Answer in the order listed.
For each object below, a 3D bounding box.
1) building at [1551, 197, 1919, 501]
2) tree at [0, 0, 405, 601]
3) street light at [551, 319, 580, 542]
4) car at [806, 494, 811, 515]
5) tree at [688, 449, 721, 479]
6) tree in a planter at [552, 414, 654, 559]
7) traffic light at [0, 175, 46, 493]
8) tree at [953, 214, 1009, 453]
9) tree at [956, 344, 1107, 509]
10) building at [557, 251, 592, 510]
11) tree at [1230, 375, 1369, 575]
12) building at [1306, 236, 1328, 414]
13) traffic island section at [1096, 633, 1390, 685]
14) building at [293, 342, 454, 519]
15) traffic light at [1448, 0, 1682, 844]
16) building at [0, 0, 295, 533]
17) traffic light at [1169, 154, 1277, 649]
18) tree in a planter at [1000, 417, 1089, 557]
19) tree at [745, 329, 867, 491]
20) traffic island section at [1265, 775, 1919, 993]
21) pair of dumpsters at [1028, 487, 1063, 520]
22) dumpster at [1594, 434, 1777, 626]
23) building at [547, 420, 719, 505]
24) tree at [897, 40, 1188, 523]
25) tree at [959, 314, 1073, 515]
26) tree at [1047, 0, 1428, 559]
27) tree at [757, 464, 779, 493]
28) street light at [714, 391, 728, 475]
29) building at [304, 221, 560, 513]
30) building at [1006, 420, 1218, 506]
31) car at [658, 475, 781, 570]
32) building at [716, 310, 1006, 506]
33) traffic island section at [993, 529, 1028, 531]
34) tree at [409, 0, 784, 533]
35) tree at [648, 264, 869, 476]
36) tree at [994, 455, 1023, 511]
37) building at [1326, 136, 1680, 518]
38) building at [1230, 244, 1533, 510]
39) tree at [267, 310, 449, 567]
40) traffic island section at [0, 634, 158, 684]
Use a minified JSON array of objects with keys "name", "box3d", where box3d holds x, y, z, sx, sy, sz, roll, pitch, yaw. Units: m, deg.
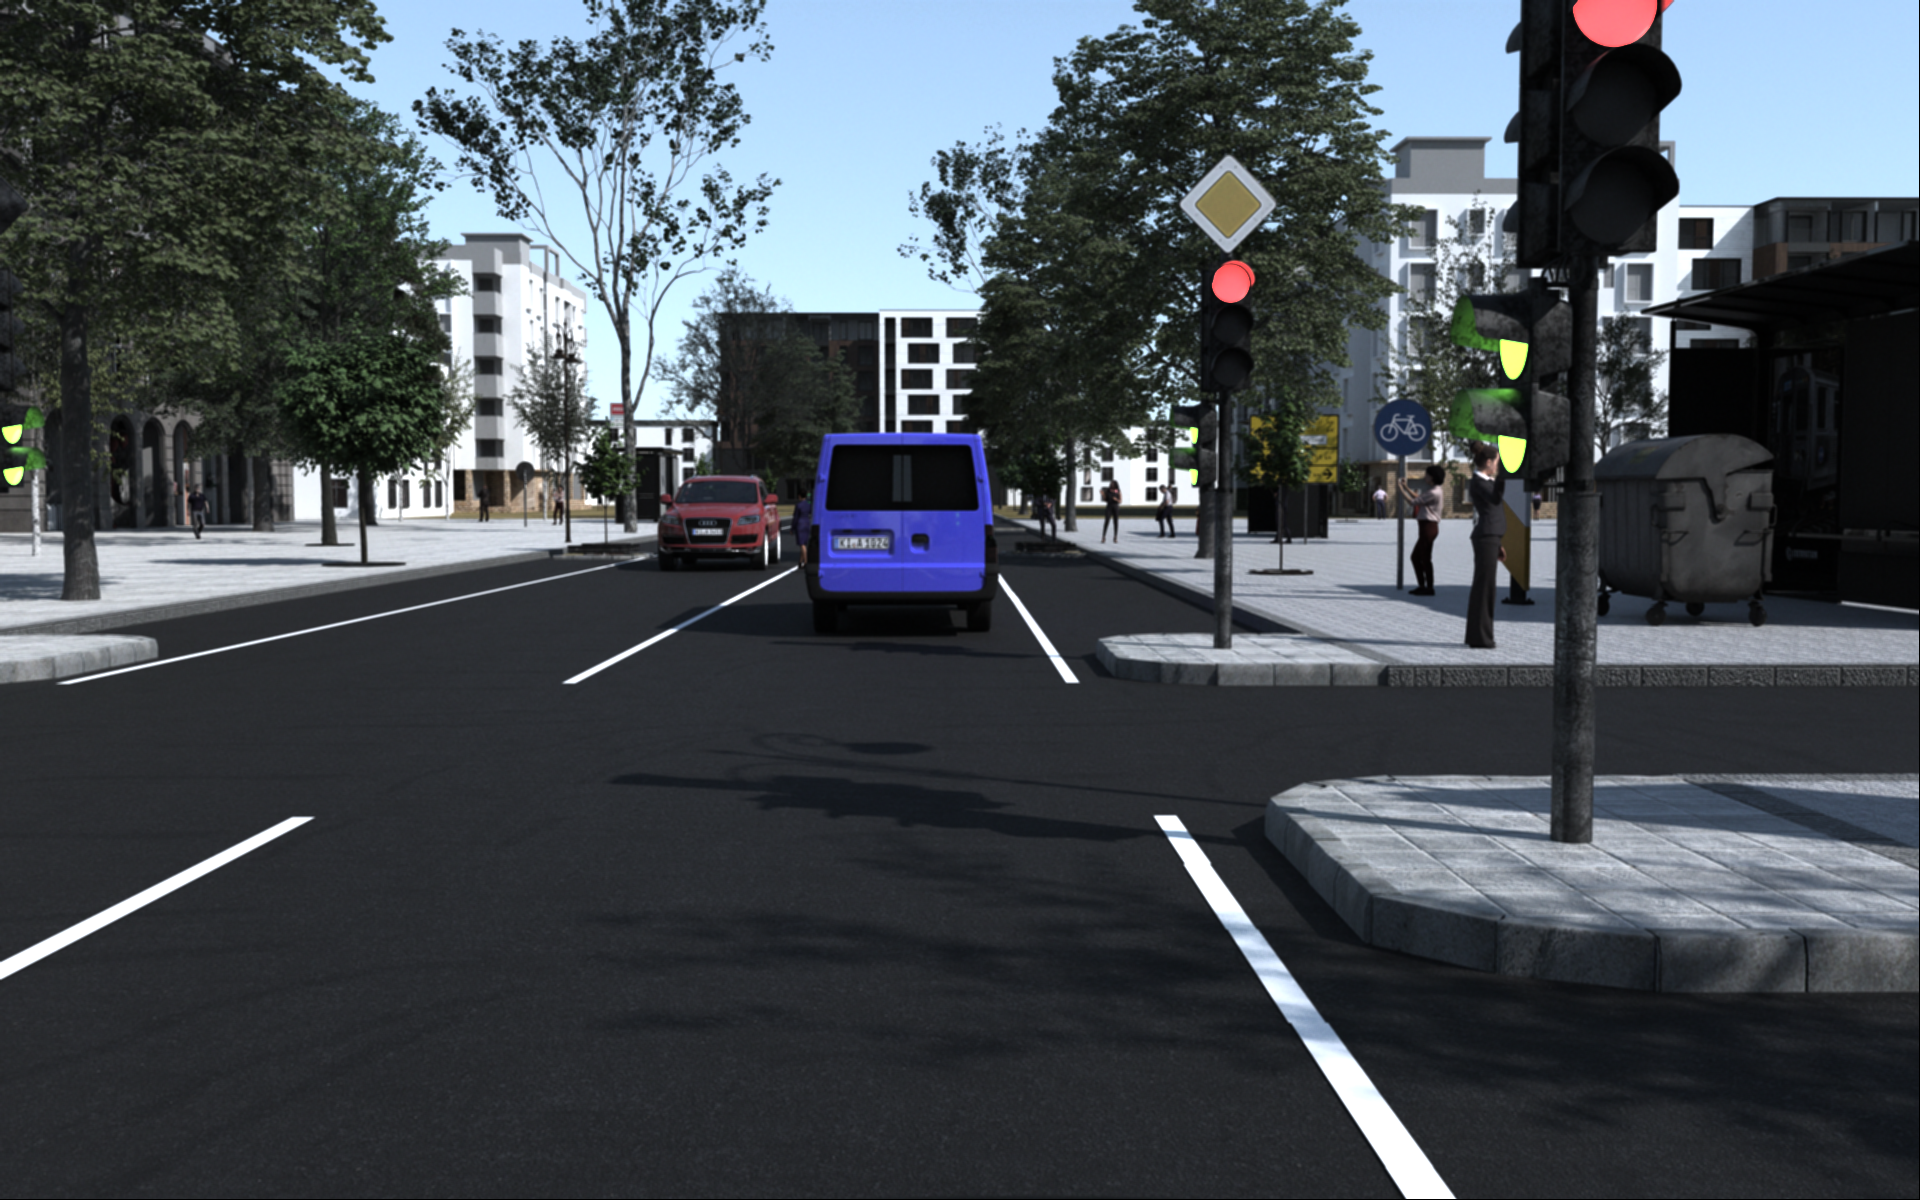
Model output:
[{"name":"building","box3d":[59.522,-17.702,133.406,32.646,21.610,27.936,0,4,-1]},{"name":"tree","box3d":[-10.242,-6.272,20.670,7.486,12.596,7.792,0,3,0]},{"name":"street light","box3d":[-10.403,-4.466,45.807,0.468,5.910,1.993,0,4,-1]},{"name":"car","box3d":[-8.793,-5.935,105.834,1.959,1.807,4.718,0,4,-2]},{"name":"tree","box3d":[-11.011,-4.833,73.616,1.663,3.219,1.824,0,3,0]},{"name":"tree in a planter","box3d":[-7.963,-2.547,38.864,1.991,3.239,1.994,0,4,-1]},{"name":"traffic light","box3d":[-7.995,-1.525,14.173,0.839,4.213,0.868,0,4,-1]},{"name":"tree","box3d":[3.423,-8.596,58.665,7.486,12.596,7.792,0,3,0]},{"name":"tree","box3d":[4.620,-9.907,96.393,8.767,10.594,7.601,1,4,10]},{"name":"building","box3d":[-36.414,-17.235,138.210,11.380,20.091,16.016,0,4,-1]},{"name":"tree","box3d":[5.265,-2.038,27.928,1.663,3.219,1.824,0,3,0]},{"name":"building","box3d":[30.399,-15.492,109.722,16.016,20.091,11.380,0,4,-1]},{"name":"traffic island section","box3d":[2.205,0.482,14.408,2.009,0.180,2.903,0,4,-1]},{"name":"building","box3d":[-34.941,-9.875,103.599,9.099,9.664,28.070,0,4,-1]},{"name":"traffic light","box3d":[2.248,-1.044,6.310,0.839,4.213,0.868,0,4,-1]},{"name":"building","box3d":[-36.624,-13.843,68.132,13.314,21.916,24.055,0,4,-1]},{"name":"traffic light","box3d":[2.165,-1.532,14.294,0.839,4.213,0.868,0,4,-1]},{"name":"tree in a planter","box3d":[1.940,-2.630,40.216,1.991,3.239,1.994,0,4,-1]},{"name":"tree","box3d":[-11.918,-13.786,132.060,9.857,13.997,8.962,0,3,0]},{"name":"traffic island section","box3d":[2.288,0.970,6.423,2.009,0.180,2.903,0,4,-1]},{"name":"pair of dumpsters","box3d":[4.272,-5.135,86.458,1.574,2.255,4.436,0,4,-1]},{"name":"dumpster","box3d":[7.267,-0.717,17.480,1.264,1.857,1.865,0,4,-1]},{"name":"building","box3d":[-41.996,-15.588,197.018,28.070,9.664,9.099,0,4,-1]},{"name":"tree","box3d":[3.638,-13.379,74.628,12.611,20.169,13.585,0,3,0]},{"name":"tree","box3d":[4.033,-12.214,107.114,7.806,13.903,7.818,0,3,0]},{"name":"tree","box3d":[5.352,-7.100,34.210,7.486,12.596,7.792,0,3,0]},{"name":"tree","box3d":[-12.188,-7.055,109.948,1.663,3.219,1.824,0,3,0]},{"name":"street light","box3d":[-10.658,-6.395,77.353,0.468,5.910,1.993,0,4,-1]},{"name":"building","box3d":[-38.125,-16.329,123.405,16.016,20.091,11.380,0,4,-1]},{"name":"building","box3d":[19.184,-15.651,198.048,28.070,9.664,9.099,0,4,-1]},{"name":"car","box3d":[-4.692,-1.564,34.249,2.281,1.827,5.304,0,4,-2]},{"name":"building","box3d":[-11.259,-22.124,205.704,32.646,21.610,27.936,0,4,-1]},{"name":"traffic island section","box3d":[1.647,-2.753,67.878,1.991,0.108,1.994,0,4,-1]},{"name":"tree","box3d":[-11.810,-12.226,55.786,12.611,20.169,13.585,0,3,0]},{"name":"tree","box3d":[-11.710,-11.161,92.845,12.009,13.543,11.850,0,3,0]},{"name":"tree","box3d":[4.179,-9.003,130.918,4.285,4.588,4.351,0,3,0]},{"name":"building","box3d":[30.100,-14.752,97.618,16.016,20.091,11.380,0,4,-1]},{"name":"building","box3d":[30.610,-16.189,131.155,16.747,18.905,31.486,0,4,-1]},{"name":"tree","box3d":[-10.739,-2.904,31.202,4.285,4.588,4.351,0,3,0]},{"name":"traffic island section","box3d":[-8.035,0.488,14.306,2.009,0.180,2.903,0,4,-1]}]
